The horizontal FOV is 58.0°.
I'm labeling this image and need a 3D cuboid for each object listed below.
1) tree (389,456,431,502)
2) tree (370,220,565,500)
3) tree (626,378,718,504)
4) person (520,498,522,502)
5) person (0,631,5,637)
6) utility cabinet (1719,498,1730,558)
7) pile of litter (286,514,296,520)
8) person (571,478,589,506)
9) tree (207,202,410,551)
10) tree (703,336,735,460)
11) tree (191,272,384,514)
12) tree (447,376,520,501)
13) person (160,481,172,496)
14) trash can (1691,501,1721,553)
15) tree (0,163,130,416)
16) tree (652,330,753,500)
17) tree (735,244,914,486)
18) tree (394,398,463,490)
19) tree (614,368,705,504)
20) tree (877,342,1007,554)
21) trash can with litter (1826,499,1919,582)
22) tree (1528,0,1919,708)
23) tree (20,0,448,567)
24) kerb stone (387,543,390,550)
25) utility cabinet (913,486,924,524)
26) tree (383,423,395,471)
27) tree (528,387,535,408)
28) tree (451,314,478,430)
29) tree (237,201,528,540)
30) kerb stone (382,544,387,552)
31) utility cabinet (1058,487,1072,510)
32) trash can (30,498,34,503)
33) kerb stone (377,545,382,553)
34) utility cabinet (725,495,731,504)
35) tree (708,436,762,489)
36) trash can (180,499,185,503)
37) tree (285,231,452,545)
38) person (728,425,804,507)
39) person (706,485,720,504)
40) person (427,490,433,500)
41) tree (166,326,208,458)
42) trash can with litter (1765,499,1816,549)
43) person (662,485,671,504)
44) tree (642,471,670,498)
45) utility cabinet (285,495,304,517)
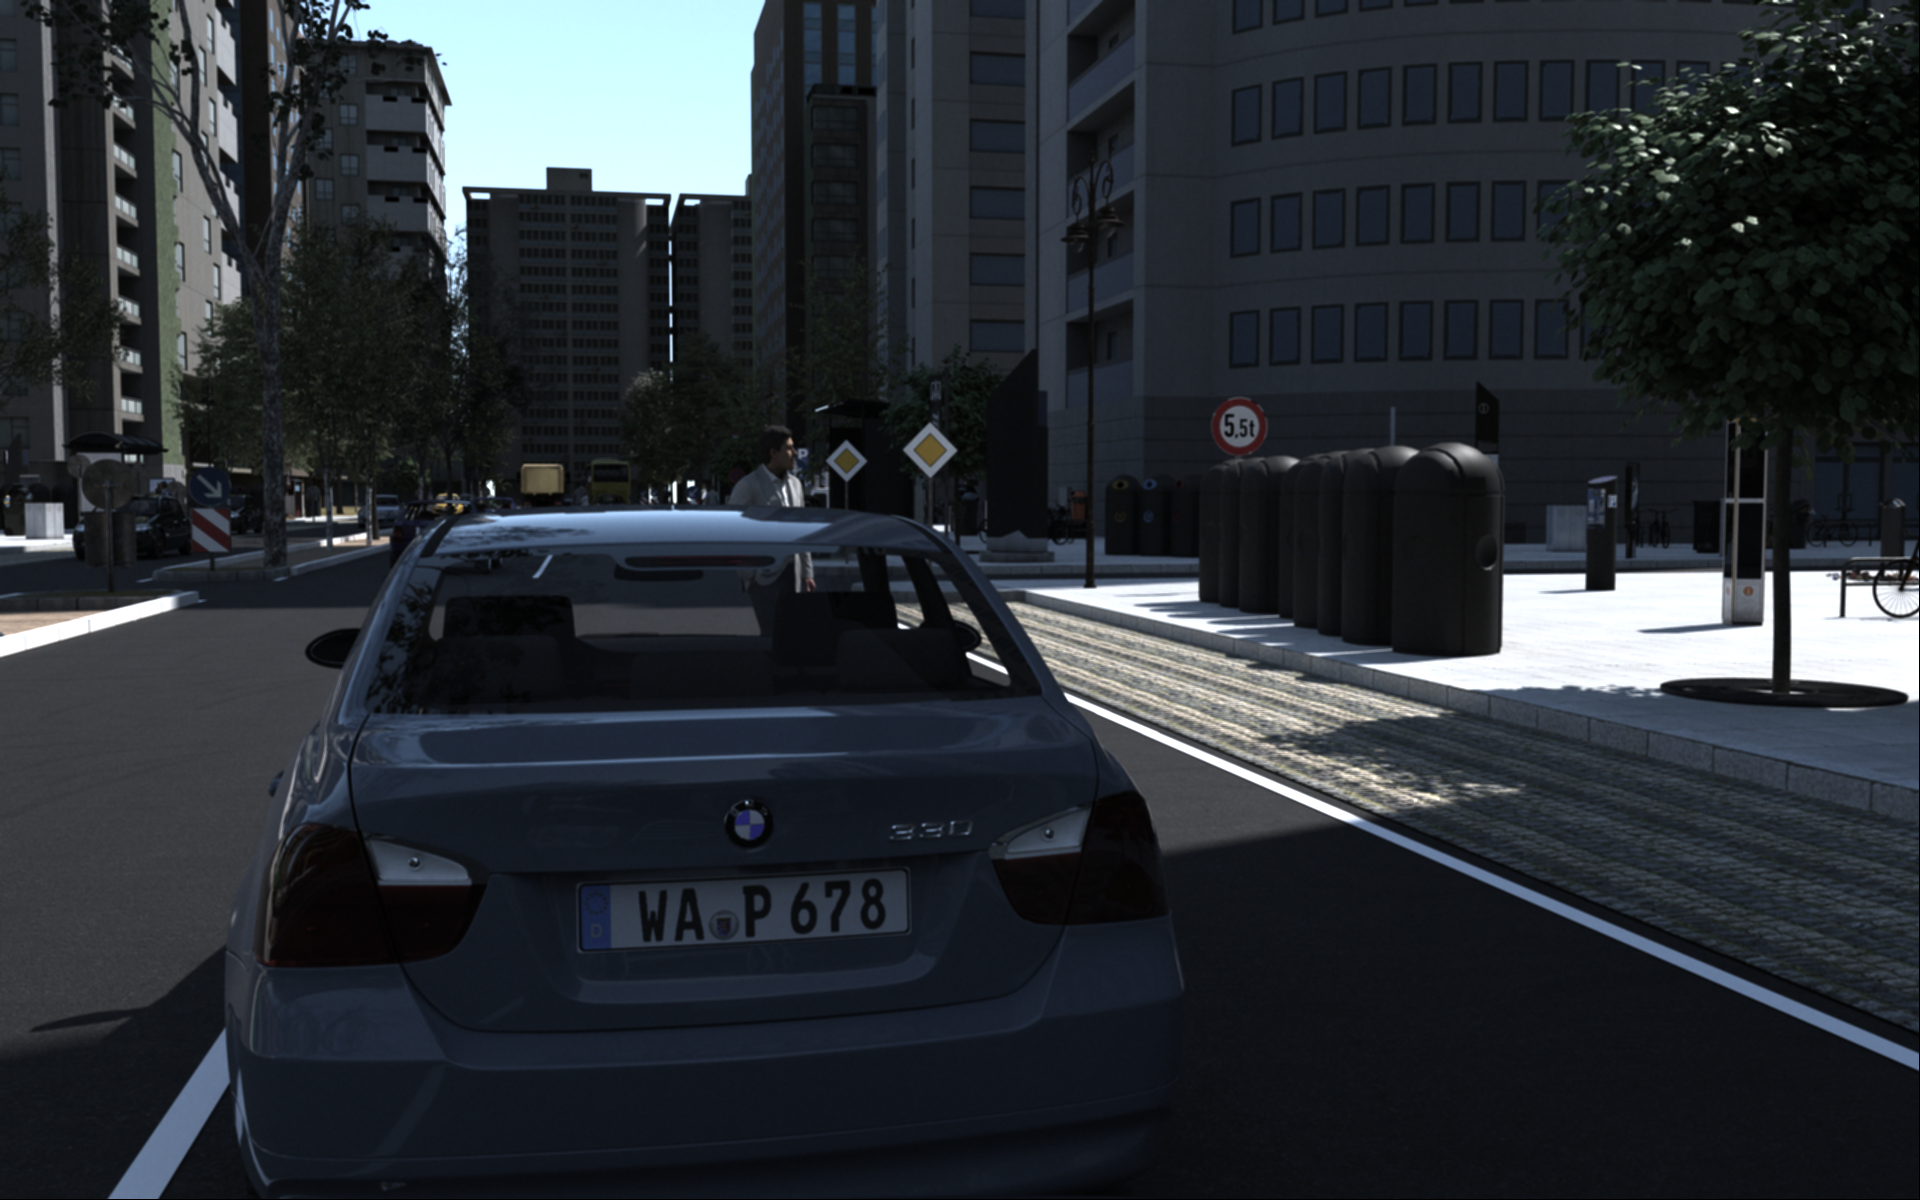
[{"bbox_3d":[-45.743,-9.784,143.684,4.285,4.588,4.351,0,3,0],"label":"tree"},{"bbox_3d":[-22.782,-10.044,77.049,12.009,13.543,11.850,0,3,0],"label":"tree"},{"bbox_3d":[-24.903,-13.730,150.236,9.928,11.665,9.643,0,3,0],"label":"tree"},{"bbox_3d":[-30.020,-6.846,120.561,1.348,1.807,0.705,1,4,12],"label":"person"},{"bbox_3d":[-9.147,-0.202,16.067,0.640,1.303,0.475,1,4,11],"label":"person"},{"bbox_3d":[15.778,-1.478,35.332,0.306,1.237,1.020,3,4,38],"label":"utility cabinet"},{"bbox_3d":[-33.645,-4.429,86.378,1.176,0.858,1.719,0,4,7],"label":"pile of litter"},{"bbox_3d":[-9.379,-2.099,42.922,0.850,1.850,0.679,0,4,-3],"label":"person"},{"bbox_3d":[-15.676,-5.507,42.855,4.737,8.622,4.395,0,3,0],"label":"tree"},{"bbox_3d":[-9.427,-7.873,79.083,4.737,8.622,4.395,0,3,0],"label":"tree"},{"bbox_3d":[-35.149,-10.389,87.987,7.486,12.596,7.792,0,3,0],"label":"tree"},{"bbox_3d":[-25.301,-8.472,91.344,4.737,8.622,4.395,0,3,0],"label":"tree"},{"bbox_3d":[-23.431,-2.591,51.040,0.419,1.800,0.721,-1,4,-16],"label":"person"},{"bbox_3d":[16.270,-1.589,37.635,0.748,1.137,0.748,0,3,0],"label":"trash can"},{"bbox_3d":[-25.890,-6.797,45.548,8.767,10.594,7.601,0,4,-5],"label":"tree"},{"bbox_3d":[-17.838,-12.358,120.188,7.486,12.596,7.792,0,3,0],"label":"tree"},{"bbox_3d":[-3.529,-6.214,51.953,4.737,8.622,4.395,0,3,0],"label":"tree"},{"bbox_3d":[-52.312,-14.996,170.939,9.928,11.665,9.643,0,3,0],"label":"tree"},{"bbox_3d":[-30.021,-16.305,173.241,9.857,13.997,8.962,0,3,0],"label":"tree"},{"bbox_3d":[-0.081,-3.295,37.591,4.285,4.588,4.351,0,3,0],"label":"tree"},{"bbox_3d":[13.851,-0.909,25.924,1.678,1.210,2.233,0,4,-1],"label":"trash can with litter"},{"bbox_3d":[5.342,-1.667,10.971,4.285,4.588,4.351,0,3,0],"label":"tree"},{"bbox_3d":[-14.715,-10.728,33.753,12.611,20.169,13.585,0,3,0],"label":"tree"},{"bbox_3d":[-14.595,-1.330,43.943,0.120,0.150,1.000,-1,4,-12],"label":"kerb stone"},{"bbox_3d":[-1.307,-2.318,46.573,0.318,1.500,1.173,-2,4,-24],"label":"utility cabinet"},{"bbox_3d":[-40.399,-11.808,111.192,7.486,12.596,7.792,0,3,0],"label":"tree"},{"bbox_3d":[-20.745,-7.966,67.120,8.767,10.594,7.601,-1,4,-12],"label":"tree"},{"bbox_3d":[-19.144,-6.636,61.315,4.360,8.622,3.978,0,3,0],"label":"tree"},{"bbox_3d":[-18.235,-7.156,53.875,8.767,10.594,7.601,-1,4,-12],"label":"tree"},{"bbox_3d":[-14.384,-1.268,42.940,0.120,0.150,1.000,-1,4,-12],"label":"kerb stone"},{"bbox_3d":[3.221,-2.729,53.298,0.318,1.500,1.173,1,4,11],"label":"utility cabinet"},{"bbox_3d":[-33.075,-3.023,61.083,0.748,1.137,0.748,0,3,0],"label":"trash can"},{"bbox_3d":[-14.175,-1.208,41.940,0.120,0.150,1.000,-1,4,-12],"label":"kerb stone"},{"bbox_3d":[-12.345,-4.975,92.502,0.306,1.237,1.020,-1,4,-15],"label":"utility cabinet"},{"bbox_3d":[-11.175,-6.422,88.714,4.285,4.588,4.351,0,3,0],"label":"tree"},{"bbox_3d":[-37.413,-4.356,82.871,0.748,1.137,0.748,0,3,0],"label":"trash can"},{"bbox_3d":[-16.484,-5.828,48.102,4.360,8.622,3.978,0,3,0],"label":"tree"},{"bbox_3d":[-1.199,-0.133,10.517,0.795,1.843,0.661,3,5,40],"label":"person"},{"bbox_3d":[-10.503,-3.986,73.764,0.635,1.810,0.391,0,4,4],"label":"person"},{"bbox_3d":[-39.798,-7.396,130.092,0.621,1.740,0.551,-1,4,-17],"label":"person"},{"bbox_3d":[-31.579,-7.561,73.978,4.737,8.622,4.395,0,3,0],"label":"tree"},{"bbox_3d":[19.337,-1.776,40.428,1.055,1.170,0.624,-1,4,-12],"label":"trash can with litter"},{"bbox_3d":[-14.772,-4.820,86.670,0.648,1.900,0.474,3,4,38],"label":"person"},{"bbox_3d":[-31.826,-12.126,181.967,4.285,4.588,4.351,0,3,0],"label":"tree"},{"bbox_3d":[-37.018,-5.206,96.277,1.020,1.237,0.306,0,4,1],"label":"utility cabinet"}]
